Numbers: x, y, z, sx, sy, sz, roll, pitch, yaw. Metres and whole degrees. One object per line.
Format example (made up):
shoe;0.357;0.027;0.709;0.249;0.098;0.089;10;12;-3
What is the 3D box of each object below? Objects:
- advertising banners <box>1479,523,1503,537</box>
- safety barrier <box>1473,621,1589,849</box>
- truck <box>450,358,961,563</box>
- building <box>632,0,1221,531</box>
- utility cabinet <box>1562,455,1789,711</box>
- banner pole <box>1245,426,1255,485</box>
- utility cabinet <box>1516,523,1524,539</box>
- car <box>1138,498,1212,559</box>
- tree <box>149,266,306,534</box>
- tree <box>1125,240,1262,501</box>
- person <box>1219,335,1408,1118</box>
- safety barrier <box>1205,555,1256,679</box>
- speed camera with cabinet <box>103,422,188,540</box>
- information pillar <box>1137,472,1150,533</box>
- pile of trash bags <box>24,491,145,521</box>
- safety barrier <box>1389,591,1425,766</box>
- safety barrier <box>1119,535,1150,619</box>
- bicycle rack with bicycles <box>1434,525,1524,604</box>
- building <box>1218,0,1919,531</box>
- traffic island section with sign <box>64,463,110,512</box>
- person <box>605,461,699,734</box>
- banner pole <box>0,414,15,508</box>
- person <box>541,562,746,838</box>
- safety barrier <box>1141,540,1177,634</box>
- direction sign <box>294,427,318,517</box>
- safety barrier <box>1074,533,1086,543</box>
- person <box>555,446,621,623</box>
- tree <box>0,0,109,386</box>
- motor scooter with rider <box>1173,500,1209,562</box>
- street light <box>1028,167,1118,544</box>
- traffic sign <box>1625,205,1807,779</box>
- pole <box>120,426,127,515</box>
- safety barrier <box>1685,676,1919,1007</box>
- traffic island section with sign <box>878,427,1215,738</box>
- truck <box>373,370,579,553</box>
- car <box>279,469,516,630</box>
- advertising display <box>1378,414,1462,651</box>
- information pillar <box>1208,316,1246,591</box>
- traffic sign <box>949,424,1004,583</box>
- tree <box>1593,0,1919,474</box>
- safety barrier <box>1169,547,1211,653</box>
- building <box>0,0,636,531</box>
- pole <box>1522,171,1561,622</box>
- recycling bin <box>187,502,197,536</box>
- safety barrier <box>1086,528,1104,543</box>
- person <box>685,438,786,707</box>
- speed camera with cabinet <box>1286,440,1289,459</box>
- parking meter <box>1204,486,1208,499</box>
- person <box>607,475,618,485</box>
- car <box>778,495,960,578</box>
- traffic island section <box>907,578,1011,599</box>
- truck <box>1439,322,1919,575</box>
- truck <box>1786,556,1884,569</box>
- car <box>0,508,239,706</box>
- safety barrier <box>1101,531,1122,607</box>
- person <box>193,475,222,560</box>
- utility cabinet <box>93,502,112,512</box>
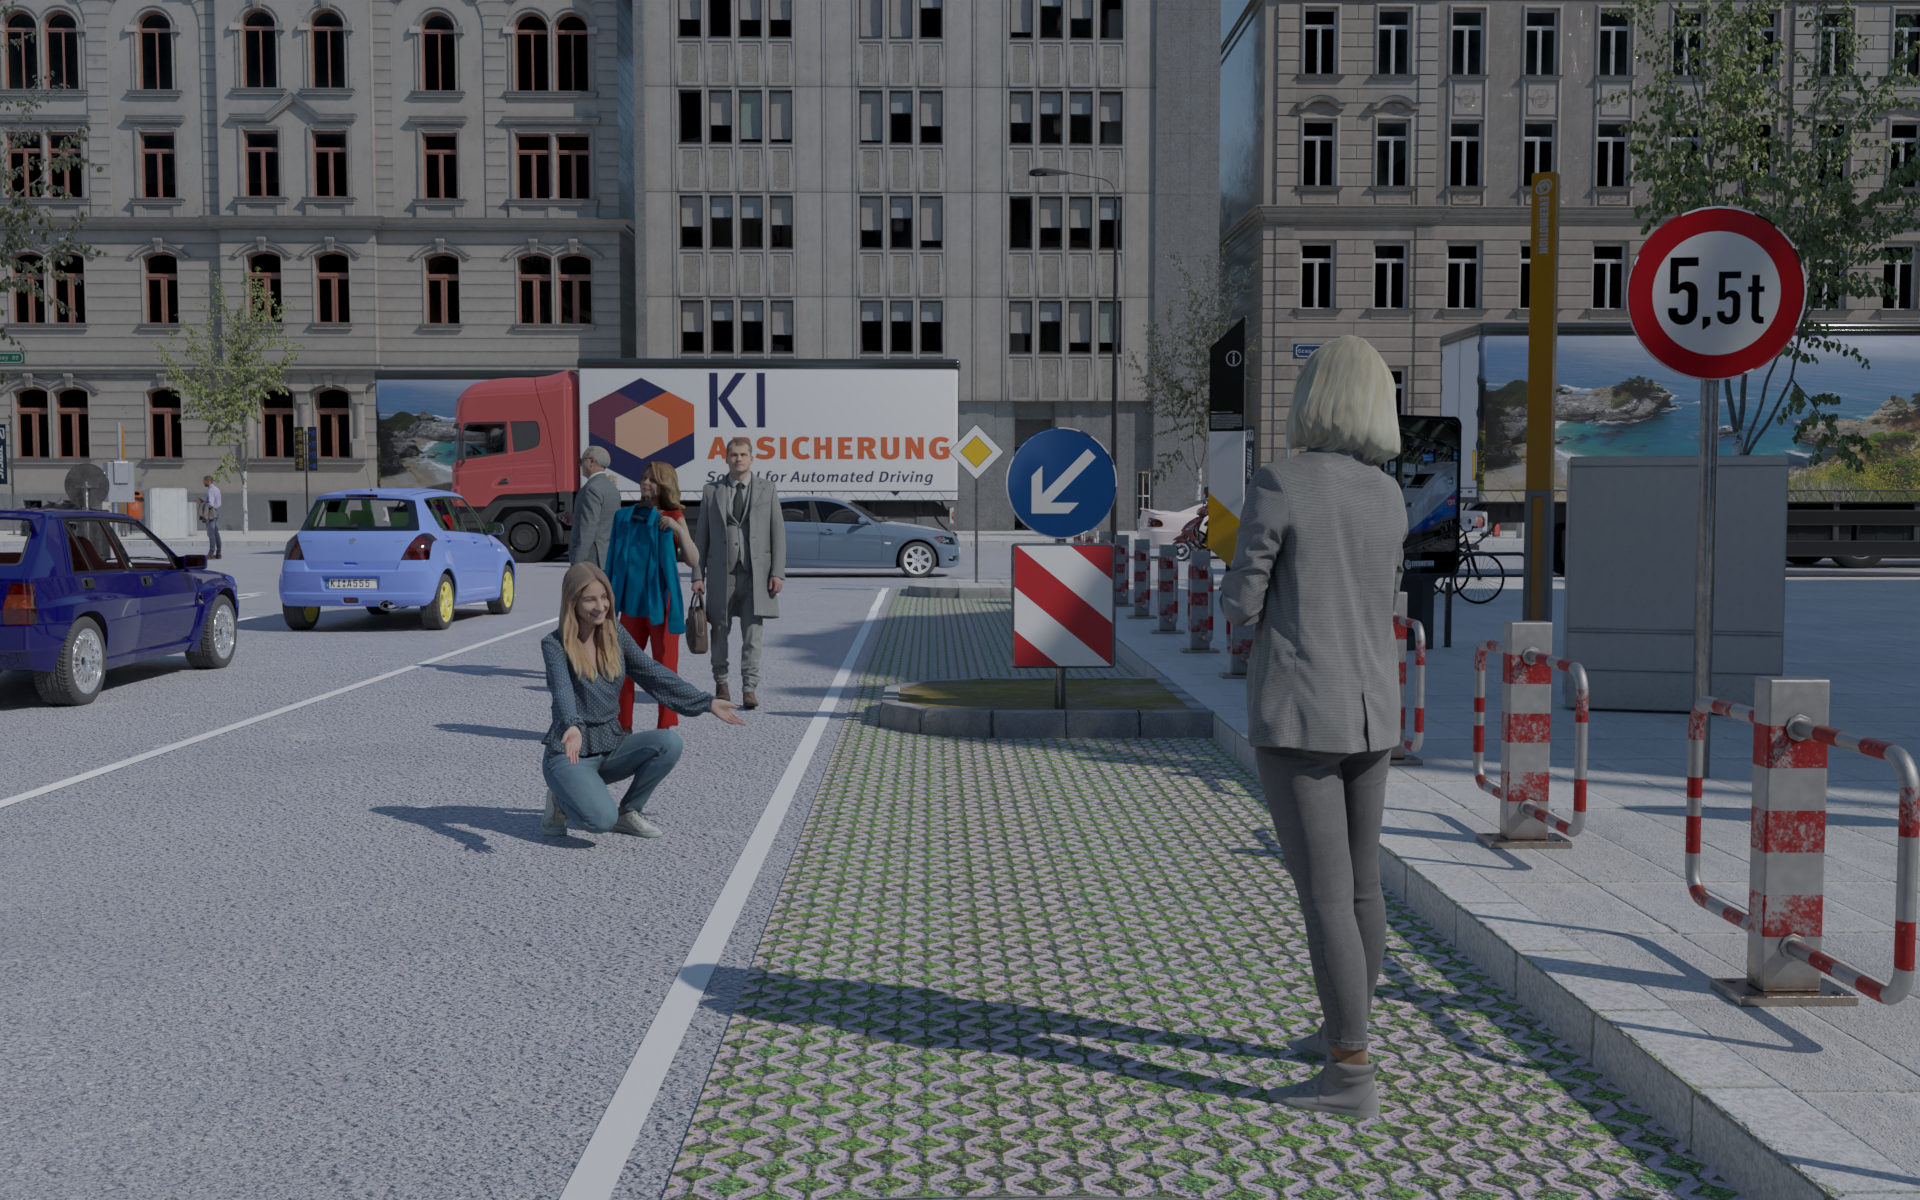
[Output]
advertising banners;16.073;-3.406;51.881;0.090;3.025;2.074;3;5;41
safety barrier;2.064;0.487;6.319;0.300;0.817;1.120;0;4;-1
truck;-5.647;-2.941;36.995;11.283;4.237;2.839;0;4;-2
building;-1.190;-15.092;64.784;19.932;24.808;12.078;0;4;-1
utility cabinet;4.186;-0.092;10.189;1.173;1.500;0.318;1;4;16
banner pole;9.276;-4.043;56.117;0.401;3.779;0.863;-2;4;-29
utility cabinet;16.631;-2.383;50.116;1.020;1.237;0.306;-1;4;-12
car;6.411;-1.617;38.805;4.827;1.381;2.083;0;4;-2
tree;-23.191;-6.421;55.350;4.737;8.622;4.395;0;3;0
tree;6.980;-6.155;50.996;4.360;8.622;3.978;0;3;0
person;0.810;0.279;4.122;0.537;1.800;0.526;-2;4;-27
safety barrier;1.971;0.134;12.089;0.300;0.817;1.120;0;4;-1
speed camera with cabinet;-22.713;-3.299;48.282;2.038;3.252;0.660;-3;5;-39
information pillar;6.035;-3.209;56.962;0.304;2.012;0.304;-2;4;-33
pile of trash bags;-26.920;-2.665;53.321;1.912;1.369;3.447;3;5;45
safety barrier;2.036;0.369;8.239;0.300;0.817;1.120;0;4;-1
safety barrier;1.874;-0.219;17.851;0.300;0.817;1.120;0;4;-1
bicycle rack with bicycles;5.327;-0.451;20.753;2.925;0.926;2.852;-1;4;-12
building;22.419;-16.388;65.207;25.104;27.353;12.463;0;4;-1
traffic island section with sign;-12.898;-1.033;25.026;2.006;1.907;1.989;0;4;-1
person;-1.772;0.028;9.744;0.444;1.614;0.593;-3;5;-41
banner pole;-30.024;-3.941;54.454;0.863;3.779;0.401;0;4;2
person;-1.379;0.414;7.227;1.012;1.151;0.738;-3;5;-42
safety barrier;1.910;-0.101;15.935;0.300;0.817;1.120;0;4;-1
direction sign;-21.992;-4.055;58.300;0.876;3.537;0.379;1;4;18
safety barrier;1.787;-0.572;23.635;0.300;0.817;1.120;0;4;-1
person;-2.898;-0.289;13.397;0.590;1.801;0.661;1;4;9
tree;-12.880;-4.189;21.317;4.360;8.622;3.978;0;3;0
motor scooter with rider;5.454;-1.704;36.820;1.986;1.779;0.876;0;4;-1
street light;1.674;-3.196;24.788;1.470;5.913;1.316;0;4;-1
traffic sign;3.352;-0.469;7.767;0.768;2.556;0.104;0;4;7
pole;-25.130;-3.554;51.958;0.158;3.312;0.155;0;3;0
safety barrier;2.099;0.604;4.393;0.300;0.817;1.120;0;4;-1
traffic island section with sign;0.486;-0.147;11.039;1.989;1.847;2.006;0;4;-1
truck;-7.600;-3.146;40.343;11.283;4.237;2.839;0;3;0
car;-6.228;-0.609;19.553;1.945;1.707;3.694;0;4;1
advertising display;3.740;-0.551;14.215;0.974;1.923;0.123;-2;4;-35
information pillar;3.552;-1.933;22.960;0.504;3.616;0.183;1;4;21
traffic sign;0.232;-1.302;24.923;0.795;2.450;0.064;0;4;-1
tree;9.581;-4.302;20.695;4.737;8.622;4.395;0;3;0
safety barrier;1.944;0.016;14.018;0.300;0.817;1.120;0;4;-1
building;-22.955;-17.030;65.831;23.554;28.519;14.401;0;4;-1
pole;3.730;-1.057;11.120;0.158;3.312;0.155;0;3;0
recycling bin;-23.718;-2.461;52.795;0.722;1.027;0.722;-1;4;-13
safety barrier;1.816;-0.454;21.697;0.300;0.817;1.120;0;4;-1
person;-1.527;-0.191;11.728;0.694;1.812;0.767;0;4;-5
speed camera with cabinet;10.917;-3.760;55.805;0.660;3.252;2.038;0;4;-5
parking meter;7.941;-2.858;55.132;0.372;1.533;0.369;0;3;0
person;-6.728;-1.518;33.502;0.728;1.800;0.709;2;4;23
car;-2.235;-1.120;30.308;4.499;1.417;2.014;0;4;-1
traffic island section;0.256;-0.166;25.001;2.009;0.180;2.903;0;4;-1
truck;14.079;-2.481;29.475;11.283;4.237;2.839;0;4;0
truck;19.389;-2.351;34.356;9.791;3.379;3.469;0;4;0
car;-6.838;-0.026;13.012;1.945;1.354;3.894;0;4;-3
safety barrier;1.848;-0.337;19.781;0.300;0.817;1.120;0;4;-1
person;-16.484;-1.804;37.860;0.599;1.838;0.709;0;4;-7
utility cabinet;-27.847;-2.898;56.067;1.173;1.500;0.318;3;5;44
